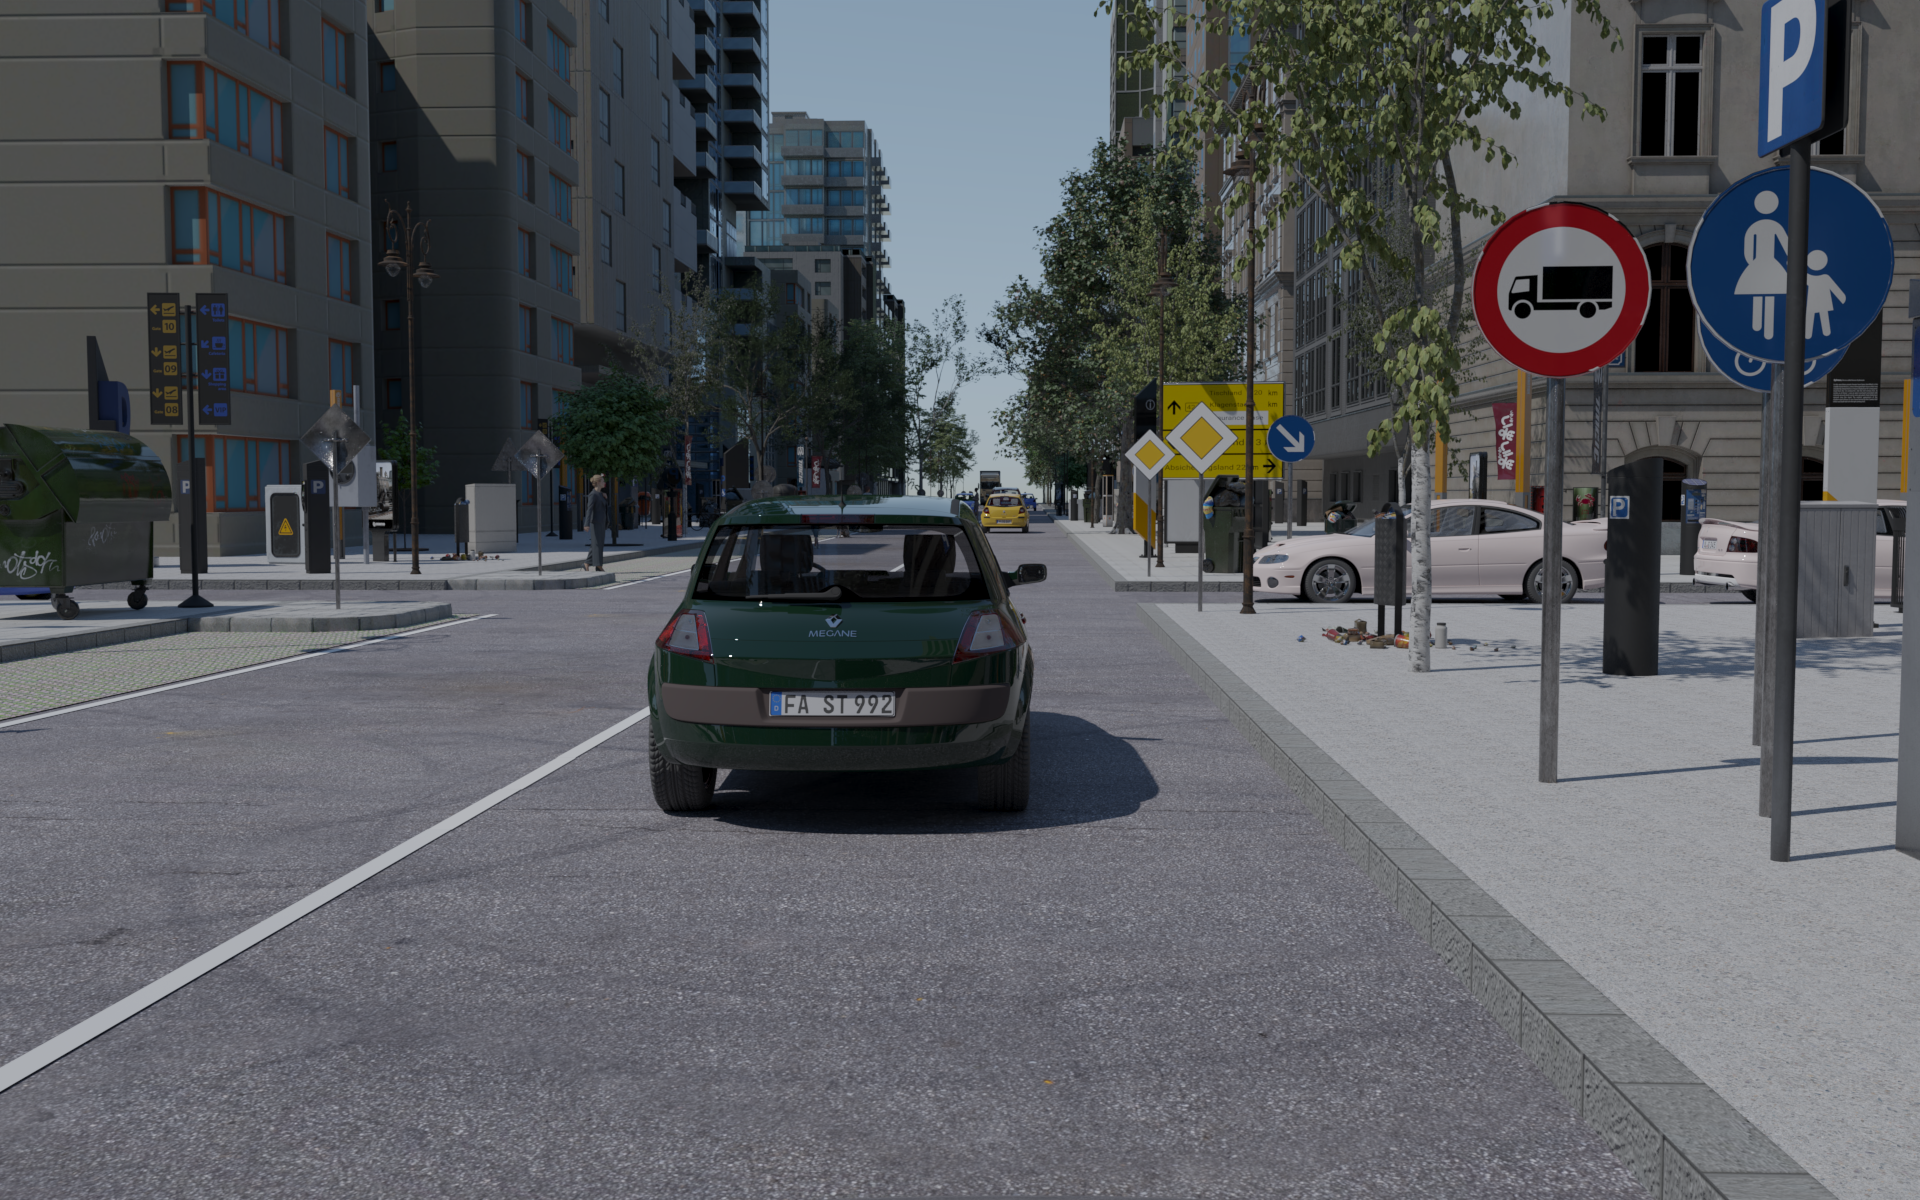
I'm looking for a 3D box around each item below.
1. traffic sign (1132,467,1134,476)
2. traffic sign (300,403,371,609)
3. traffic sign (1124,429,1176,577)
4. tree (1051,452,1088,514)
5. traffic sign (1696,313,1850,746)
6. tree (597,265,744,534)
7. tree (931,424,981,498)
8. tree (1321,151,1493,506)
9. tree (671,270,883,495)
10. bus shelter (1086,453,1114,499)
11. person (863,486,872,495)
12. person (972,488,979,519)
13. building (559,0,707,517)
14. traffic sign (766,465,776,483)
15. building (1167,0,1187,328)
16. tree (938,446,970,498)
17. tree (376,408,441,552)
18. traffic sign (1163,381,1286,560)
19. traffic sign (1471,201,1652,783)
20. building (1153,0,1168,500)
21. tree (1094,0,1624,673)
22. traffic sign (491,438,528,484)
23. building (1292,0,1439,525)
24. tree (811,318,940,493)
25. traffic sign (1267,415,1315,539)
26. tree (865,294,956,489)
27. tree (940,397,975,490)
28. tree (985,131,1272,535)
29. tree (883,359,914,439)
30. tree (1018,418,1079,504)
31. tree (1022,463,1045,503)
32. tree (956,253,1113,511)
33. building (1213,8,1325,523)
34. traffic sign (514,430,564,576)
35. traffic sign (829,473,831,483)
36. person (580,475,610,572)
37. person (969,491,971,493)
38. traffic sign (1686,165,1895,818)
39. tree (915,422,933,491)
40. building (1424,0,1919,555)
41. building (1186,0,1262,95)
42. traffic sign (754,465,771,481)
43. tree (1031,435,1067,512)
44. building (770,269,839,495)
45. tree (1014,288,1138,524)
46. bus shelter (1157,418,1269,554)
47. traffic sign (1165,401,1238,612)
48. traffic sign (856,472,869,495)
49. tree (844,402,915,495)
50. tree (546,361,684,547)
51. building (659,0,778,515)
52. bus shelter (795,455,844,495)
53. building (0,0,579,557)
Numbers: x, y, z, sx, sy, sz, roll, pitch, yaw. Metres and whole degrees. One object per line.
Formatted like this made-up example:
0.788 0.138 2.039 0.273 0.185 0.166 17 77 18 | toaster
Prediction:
7.108 -4.131 67.654 0.768 2.556 0.104 1 4 9 | traffic sign
-6.920 -0.953 19.221 0.795 2.450 0.064 0 4 2 | traffic sign
2.931 -1.417 26.805 0.795 2.450 0.064 0 4 2 | traffic sign
7.572 -7.893 112.767 4.285 4.588 4.351 0 3 0 | tree
4.089 -0.530 8.766 0.768 2.556 0.104 0 4 6 | traffic sign
-9.018 -6.407 55.118 4.360 8.622 3.978 0 3 0 | tree
-1.119 -19.546 245.336 9.928 11.665 9.643 0 3 0 | tree
9.521 -5.285 36.767 4.360 8.622 3.978 0 3 0 | tree
-8.087 -8.390 71.587 8.767 10.594 7.601 0 4 3 | tree
7.523 -6.335 94.852 1.731 3.624 6.357 0 4 2 | bus shelter
-3.595 -3.635 68.502 0.480 1.755 0.524 1 4 16 | person
0.829 -5.121 92.563 0.374 1.781 0.599 -1 4 -12 | person
-28.768 -30.481 87.597 28.713 52.752 27.495 0 4 2 | building
-8.541 -4.698 76.916 0.768 2.556 0.104 0 4 6 | traffic sign
22.789 -27.518 133.511 14.154 41.232 14.086 0 4 2 | building
-0.608 -18.497 252.785 4.360 8.622 3.978 0 3 0 | tree
-12.625 -2.711 38.927 1.663 3.219 1.824 0 3 0 | tree
4.746 -2.297 31.433 2.265 3.308 0.079 1 4 12 | traffic sign
2.622 -0.461 7.644 0.768 2.556 0.104 0 4 5 | traffic sign
27.729 -37.431 154.000 21.231 58.520 28.212 0 4 2 | building
3.081 -3.784 12.231 4.737 8.622 4.395 0 3 0 | tree
-10.352 -2.433 39.791 0.884 2.594 0.081 1 4 8 | traffic sign
21.059 -16.541 63.949 14.314 27.812 24.014 0 4 2 | building
-6.045 -11.871 112.219 7.486 12.596 7.792 0 3 0 | tree
5.330 -1.704 27.969 0.768 2.556 0.104 0 4 5 | traffic sign
-2.469 -18.794 163.171 12.611 20.169 13.585 0 3 0 | tree
-2.101 -17.376 202.228 7.486 12.596 7.792 0 3 0 | tree
5.375 -8.437 54.945 9.611 12.733 9.660 0 3 0 | tree
-6.484 -9.248 85.625 8.767 10.594 7.601 0 4 -8 | tree
12.590 -19.410 243.104 9.928 11.665 9.643 0 3 0 | tree
12.693 -20.522 253.656 7.486 12.596 7.792 0 3 0 | tree
6.973 -16.888 132.008 12.611 20.169 13.585 0 3 0 | tree
20.435 -17.827 88.738 12.463 27.353 25.104 0 4 2 | building
-6.605 -1.441 27.200 0.795 2.450 0.064 0 4 2 | traffic sign
-7.631 -5.967 97.671 0.768 2.556 0.104 0 4 3 | traffic sign
-6.533 -1.350 30.986 0.534 1.772 0.576 -1 4 -13 | person
0.947 -9.393 162.797 1.217 1.735 0.721 -1 4 -14 | person
3.224 -0.410 6.815 0.768 2.556 0.104 0 4 7 | traffic sign
-4.392 -11.160 132.826 4.737 8.622 4.395 0 3 0 | tree
29.628 -13.515 40.060 34.723 24.649 14.460 0 4 2 | building
23.066 -28.693 119.248 14.600 45.320 14.200 0 4 2 | building
-8.728 -4.675 76.548 0.768 2.556 0.104 1 4 9 | traffic sign
6.944 -10.518 122.335 4.360 8.622 3.978 0 3 0 | tree
-25.736 -18.570 148.666 27.650 21.520 28.899 0 4 2 | building
6.106 -8.577 74.643 7.601 10.594 8.767 3 5 43 | tree
5.108 -2.508 34.926 2.014 3.302 5.546 0 4 2 | bus shelter
2.616 -0.929 18.826 0.795 2.450 0.064 0 4 2 | traffic sign
-5.755 -6.239 102.118 0.768 2.556 0.104 0 4 7 | traffic sign
-6.118 -10.410 120.568 4.737 8.622 4.395 0 3 0 | tree
-8.517 -3.622 42.934 4.285 4.588 4.351 0 3 0 | tree
-23.910 -49.176 116.694 22.319 86.520 31.000 0 4 2 | building
-7.538 -6.069 93.155 2.014 3.302 5.546 0 4 2 | bus shelter
-28.318 -12.510 49.576 27.650 21.520 28.899 0 4 2 | building
